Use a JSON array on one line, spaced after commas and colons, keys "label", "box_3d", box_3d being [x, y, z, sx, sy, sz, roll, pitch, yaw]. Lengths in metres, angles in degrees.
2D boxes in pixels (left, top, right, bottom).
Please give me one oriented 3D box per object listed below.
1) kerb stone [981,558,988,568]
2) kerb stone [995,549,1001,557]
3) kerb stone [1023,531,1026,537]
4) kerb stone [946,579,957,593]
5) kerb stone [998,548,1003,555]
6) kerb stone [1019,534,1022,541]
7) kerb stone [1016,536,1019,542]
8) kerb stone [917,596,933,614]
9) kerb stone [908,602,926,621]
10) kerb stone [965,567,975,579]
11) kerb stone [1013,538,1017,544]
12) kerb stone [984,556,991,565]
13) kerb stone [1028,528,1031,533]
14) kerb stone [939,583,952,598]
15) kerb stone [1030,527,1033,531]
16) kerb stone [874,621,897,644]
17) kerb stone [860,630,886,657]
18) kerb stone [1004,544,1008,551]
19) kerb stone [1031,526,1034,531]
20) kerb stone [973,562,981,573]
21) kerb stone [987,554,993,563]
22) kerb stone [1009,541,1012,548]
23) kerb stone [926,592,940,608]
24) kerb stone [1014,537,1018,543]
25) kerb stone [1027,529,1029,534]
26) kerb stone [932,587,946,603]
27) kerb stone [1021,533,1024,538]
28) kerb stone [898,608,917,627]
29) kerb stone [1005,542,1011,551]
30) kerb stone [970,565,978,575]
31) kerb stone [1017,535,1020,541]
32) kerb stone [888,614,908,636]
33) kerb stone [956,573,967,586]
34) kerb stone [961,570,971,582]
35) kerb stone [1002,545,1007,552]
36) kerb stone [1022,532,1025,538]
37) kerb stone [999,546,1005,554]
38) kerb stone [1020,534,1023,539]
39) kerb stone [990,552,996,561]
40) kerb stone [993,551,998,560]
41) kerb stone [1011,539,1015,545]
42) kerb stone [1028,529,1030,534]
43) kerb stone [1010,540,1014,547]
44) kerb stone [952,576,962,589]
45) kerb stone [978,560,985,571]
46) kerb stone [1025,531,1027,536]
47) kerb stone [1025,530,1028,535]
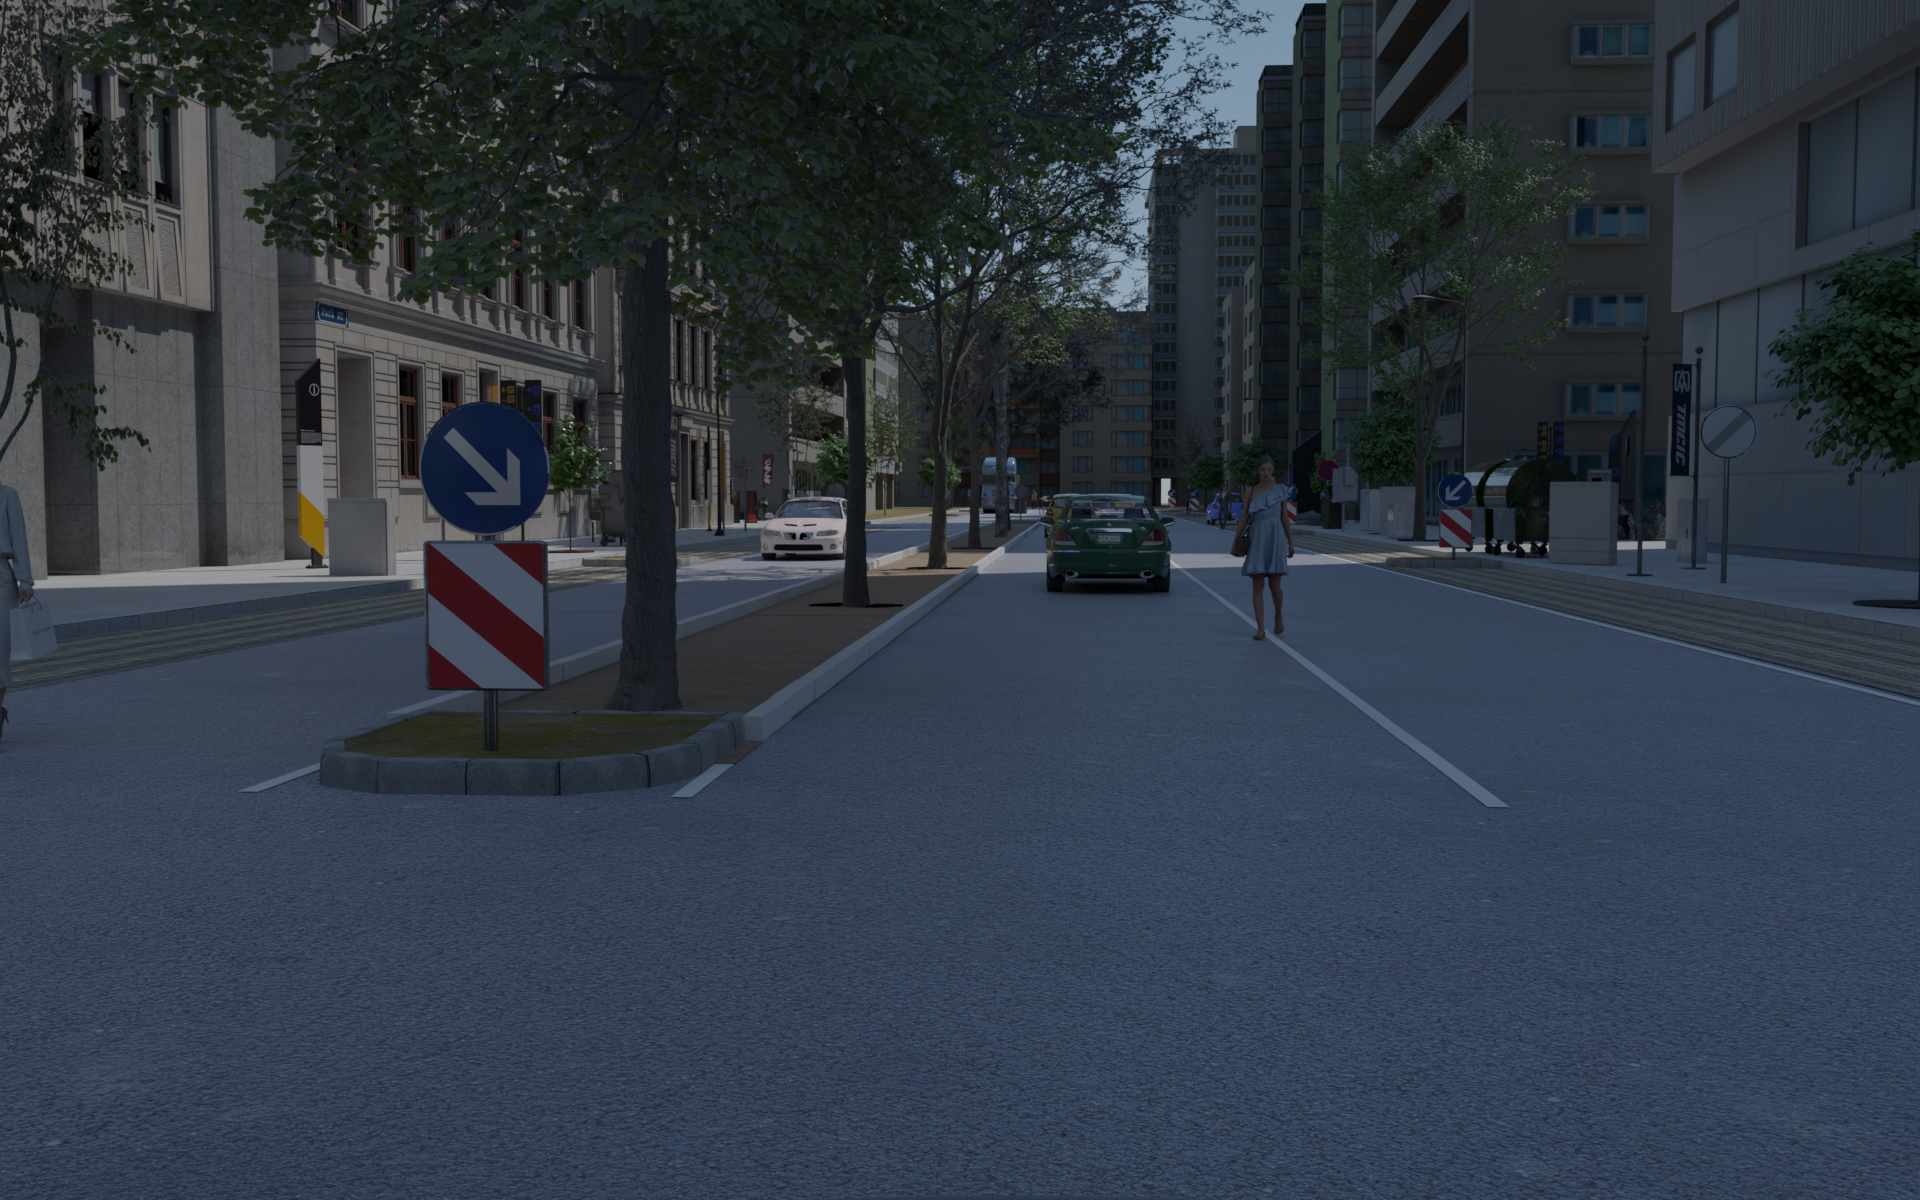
[{"label": "kerb stone", "box_3d": [0.393, -0.658, 32.975, 0.120, 0.150, 1.000, 0, 4, 4]}, {"label": "kerb stone", "box_3d": [0.755, -0.973, 38.111, 0.120, 0.150, 1.000, 0, 4, 4]}, {"label": "kerb stone", "box_3d": [1.971, -2.038, 55.513, 0.120, 0.150, 1.000, 0, 4, 4]}, {"label": "kerb stone", "box_3d": [-0.171, -0.158, 24.794, 0.120, 0.150, 1.000, 0, 4, 4]}, {"label": "kerb stone", "box_3d": [0.823, -1.032, 39.142, 0.120, 0.150, 1.000, 0, 4, 4]}, {"label": "kerb stone", "box_3d": [1.682, -1.786, 51.429, 0.120, 0.150, 1.000, 0, 4, 4]}, {"label": "kerb stone", "box_3d": [1.540, -1.663, 49.390, 0.120, 0.150, 1.000, 0, 4, 4]}, {"label": "kerb stone", "box_3d": [-0.454, 0.091, 20.702, 0.120, 0.150, 1.000, 0, 4, 4]}, {"label": "kerb stone", "box_3d": [-0.525, 0.154, 19.683, 0.120, 0.150, 1.000, 0, 4, 4]}, {"label": "kerb stone", "box_3d": [0.115, -0.409, 28.885, 0.120, 0.150, 1.000, 0, 4, 4]}, {"label": "kerb stone", "box_3d": [1.406, -1.526, 47.333, 0.120, 0.150, 1.000, 0, 4, 4]}, {"label": "kerb stone", "box_3d": [0.468, -0.722, 33.998, 0.120, 0.150, 1.000, 0, 4, 4]}, {"label": "kerb stone", "box_3d": [2.329, -2.352, 60.647, 0.120, 0.150, 1.000, 0, 4, 4]}, {"label": "kerb stone", "box_3d": [-0.246, -0.095, 23.774, 0.120, 0.150, 1.000, 0, 4, 4]}, {"label": "kerb stone", "box_3d": [2.477, -2.476, 62.695, 0.120, 0.150, 1.000, 0, 4, 4]}, {"label": "kerb stone", "box_3d": [-0.740, 0.341, 16.616, 0.120, 0.150, 1.000, 0, 4, 4]}, {"label": "kerb stone", "box_3d": [-0.809, 0.404, 15.592, 0.120, 0.150, 1.000, 0, 4, 4]}, {"label": "kerb stone", "box_3d": [1.037, -1.224, 42.204, 0.120, 0.150, 1.000, 0, 4, 4]}, {"label": "kerb stone", "box_3d": [2.542, -2.539, 63.715, 0.120, 0.150, 1.000, 0, 4, 4]}, {"label": "kerb stone", "box_3d": [0.249, -0.535, 30.935, 0.120, 0.150, 1.000, 0, 4, 4]}, {"label": "kerb stone", "box_3d": [0.533, -0.780, 35.028, 0.120, 0.150, 1.000, 0, 4, 4]}, {"label": "kerb stone", "box_3d": [1.191, -1.349, 44.246, 0.120, 0.150, 1.000, 0, 4, 4]}, {"label": "kerb stone", "box_3d": [-0.384, 0.030, 21.723, 0.120, 0.150, 1.000, 0, 4, 4]}, {"label": "kerb stone", "box_3d": [1.471, -1.601, 48.365, 0.120, 0.150, 1.000, 0, 4, 4]}, {"label": "kerb stone", "box_3d": [2.184, -2.227, 58.601, 0.120, 0.150, 1.000, 0, 4, 4]}, {"label": "kerb stone", "box_3d": [-0.311, -0.033, 22.742, 0.120, 0.150, 1.000, 0, 4, 4]}, {"label": "kerb stone", "box_3d": [1.824, -1.913, 53.469, 0.120, 0.150, 1.000, 0, 4, 4]}, {"label": "kerb stone", "box_3d": [-0.603, 0.216, 18.660, 0.120, 0.150, 1.000, 0, 4, 4]}, {"label": "kerb stone", "box_3d": [1.119, -1.286, 43.226, 0.120, 0.150, 1.000, 0, 4, 4]}, {"label": "kerb stone", "box_3d": [0.184, -0.471, 29.915, 0.120, 0.150, 1.000, 0, 4, 4]}, {"label": "kerb stone", "box_3d": [1.609, -1.718, 50.410, 0.120, 0.150, 1.000, 0, 4, 4]}, {"label": "kerb stone", "box_3d": [-0.670, 0.280, 17.636, 0.120, 0.150, 1.000, 0, 4, 4]}, {"label": "kerb stone", "box_3d": [-0.027, -0.284, 26.834, 0.120, 0.150, 1.000, 0, 4, 4]}, {"label": "kerb stone", "box_3d": [0.042, -0.344, 27.854, 0.120, 0.150, 1.000, 0, 4, 4]}, {"label": "kerb stone", "box_3d": [0.971, -1.161, 41.183, 0.120, 0.150, 1.000, 0, 4, 4]}, {"label": "kerb stone", "box_3d": [1.902, -1.975, 54.489, 0.120, 0.150, 1.000, 0, 4, 4]}, {"label": "kerb stone", "box_3d": [0.904, -1.098, 40.163, 0.120, 0.150, 1.000, 0, 4, 4]}, {"label": "kerb stone", "box_3d": [1.757, -1.850, 52.449, 0.120, 0.150, 1.000, 0, 4, 4]}, {"label": "kerb stone", "box_3d": [0.610, -0.848, 36.058, 0.120, 0.150, 1.000, 0, 4, 4]}, {"label": "kerb stone", "box_3d": [0.681, -0.911, 37.092, 0.120, 0.150, 1.000, 0, 4, 4]}, {"label": "kerb stone", "box_3d": [1.327, -1.475, 46.305, 0.120, 0.150, 1.000, 0, 4, 4]}, {"label": "kerb stone", "box_3d": [2.252, -2.287, 59.627, 0.120, 0.150, 1.000, 0, 4, 4]}, {"label": "kerb stone", "box_3d": [1.256, -1.411, 45.269, 0.120, 0.150, 1.000, 0, 4, 4]}, {"label": "kerb stone", "box_3d": [-0.103, -0.221, 25.814, 0.120, 0.150, 1.000, 0, 4, 4]}, {"label": "kerb stone", "box_3d": [0.329, -0.597, 31.954, 0.120, 0.150, 1.000, 0, 4, 4]}, {"label": "kerb stone", "box_3d": [2.043, -2.101, 56.540, 0.120, 0.150, 1.000, 0, 4, 4]}, {"label": "kerb stone", "box_3d": [2.114, -2.163, 57.572, 0.120, 0.150, 1.000, 0, 4, 4]}]
